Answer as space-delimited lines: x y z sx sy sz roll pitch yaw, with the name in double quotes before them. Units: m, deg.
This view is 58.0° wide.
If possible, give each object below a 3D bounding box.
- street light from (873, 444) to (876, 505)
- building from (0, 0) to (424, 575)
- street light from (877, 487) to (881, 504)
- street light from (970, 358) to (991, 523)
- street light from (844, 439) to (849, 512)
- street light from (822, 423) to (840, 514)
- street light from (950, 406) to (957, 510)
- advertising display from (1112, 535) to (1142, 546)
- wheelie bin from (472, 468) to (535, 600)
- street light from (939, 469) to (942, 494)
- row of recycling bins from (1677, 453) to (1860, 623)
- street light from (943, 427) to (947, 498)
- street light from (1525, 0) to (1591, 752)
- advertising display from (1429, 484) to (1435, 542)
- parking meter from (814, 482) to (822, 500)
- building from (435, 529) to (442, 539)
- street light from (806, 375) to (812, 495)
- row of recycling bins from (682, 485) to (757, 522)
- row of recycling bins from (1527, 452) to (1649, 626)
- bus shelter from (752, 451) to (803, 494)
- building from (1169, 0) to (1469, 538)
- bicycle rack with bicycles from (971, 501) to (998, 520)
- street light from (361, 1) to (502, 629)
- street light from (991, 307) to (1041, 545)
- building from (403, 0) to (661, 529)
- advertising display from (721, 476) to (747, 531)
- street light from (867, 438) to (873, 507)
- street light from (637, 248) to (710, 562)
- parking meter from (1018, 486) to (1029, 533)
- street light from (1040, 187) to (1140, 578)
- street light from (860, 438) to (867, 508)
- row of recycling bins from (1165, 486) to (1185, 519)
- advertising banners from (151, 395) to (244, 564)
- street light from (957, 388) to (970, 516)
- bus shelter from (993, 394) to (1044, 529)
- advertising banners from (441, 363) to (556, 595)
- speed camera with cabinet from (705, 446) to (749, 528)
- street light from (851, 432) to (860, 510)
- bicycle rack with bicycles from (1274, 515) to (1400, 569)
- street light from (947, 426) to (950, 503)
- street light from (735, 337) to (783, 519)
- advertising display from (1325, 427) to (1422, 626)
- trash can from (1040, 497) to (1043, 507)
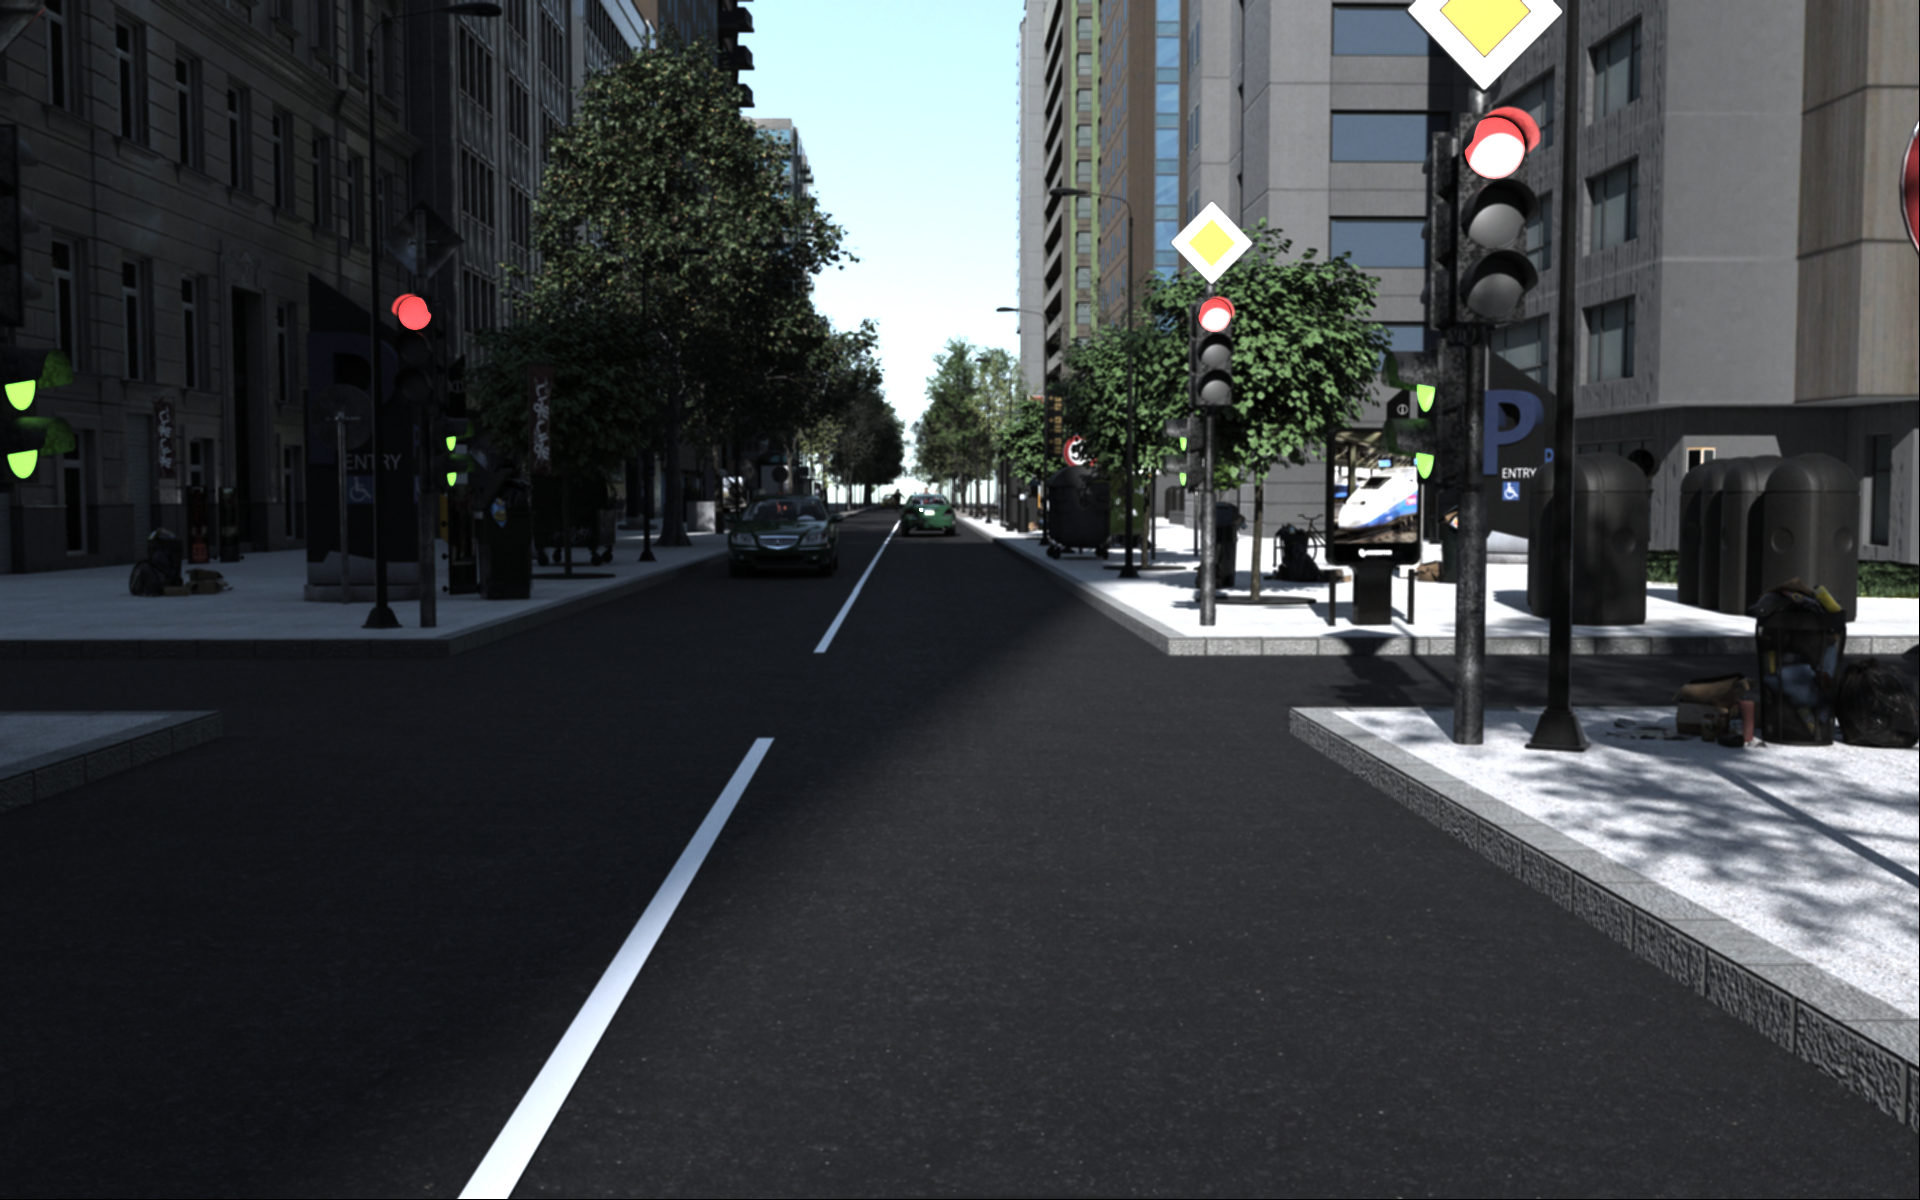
"street light" -8.630 -11.434 159.493 1.470 5.913 1.316 0 4 -1
"building" -20.846 -14.621 36.317 12.463 27.353 25.104 0 4 -1
"street light" -8.979 -12.480 176.595 1.470 5.913 1.316 0 4 -1
"street light" 1.186 -5.312 59.395 1.470 5.913 1.316 0 4 -1
"street light" -6.853 -7.391 93.389 1.470 5.913 1.316 0 4 -1
"street light" -6.687 -6.826 84.144 1.470 5.913 1.316 0 4 -1
"street light" 0.347 -7.299 91.872 1.470 5.913 1.316 0 4 -1
"advertising display" 4.160 -2.307 42.939 0.974 1.923 0.123 -2 4 -26
"wheelie bin" -5.583 -0.816 21.252 0.693 1.594 0.980 -2 4 -26
"street light" -0.709 -9.952 135.261 1.470 5.913 1.316 0 4 -1
"row of recycling bins" 8.686 -0.717 18.834 1.069 1.692 3.534 0 4 6
"street light" -0.287 -8.959 119.023 1.470 5.913 1.316 0 4 -1
"street light" 2.491 -2.205 8.593 1.470 5.913 1.316 0 4 -1
"advertising display" 12.819 -2.558 47.038 0.123 1.923 0.974 1 4 17
"parking meter" -6.753 -4.687 82.344 0.399 1.863 0.255 0 4 1
"building" -20.703 -14.731 58.882 12.078 24.808 19.932 0 4 -1
"street light" -6.305 -5.749 66.537 1.470 5.913 1.316 0 4 -1
"row of recycling bins" -10.930 -4.398 79.026 3.534 1.692 1.069 -1 4 -11
"row of recycling bins" 6.602 -0.695 18.477 1.069 1.692 3.534 1 4 13
"bus shelter" -8.794 -5.504 83.910 2.014 3.302 5.546 0 4 -1
"building" 18.972 -31.842 62.620 21.231 58.520 28.212 0 4 -1
"bicycle rack with bicycles" 2.252 -4.461 86.323 2.925 0.926 2.852 1 4 17
"street light" -5.017 -2.687 16.480 1.470 5.913 1.316 0 4 -1
"street light" 1.590 -4.319 43.156 1.470 5.913 1.316 0 4 -1
"building" -21.227 -15.948 78.770 12.078 24.808 19.932 0 4 -1
"advertising display" -7.940 -3.405 60.892 0.974 1.923 0.123 -2 4 -32
"street light" -8.142 -10.433 143.121 1.470 5.913 1.316 0 4 -1
"street light" -5.423 -3.689 32.850 1.470 5.913 1.316 0 4 -1
"parking meter" 2.083 -2.980 57.126 0.372 1.533 0.369 0 3 0
"street light" 2.051 -3.295 26.407 1.470 5.913 1.316 0 4 -1
"street light" -7.765 -9.440 126.882 1.470 5.913 1.316 0 4 -1
"row of recycling bins" 11.490 -4.959 88.194 1.069 1.692 3.534 -1 4 -21
"advertising banners" -13.972 -2.176 31.763 0.090 3.025 2.074 1 4 21
"street light" 0.709 -6.305 75.632 1.470 5.913 1.316 0 4 -1
"bus shelter" 2.436 -5.505 67.642 2.179 5.291 8.768 0 4 -2
"advertising banners" -6.010 -1.625 22.751 0.090 3.025 2.074 2 4 30
"speed camera with cabinet" -8.791 -4.344 65.361 0.660 3.252 2.038 2 4 29
"street light" -7.313 -8.422 110.234 1.470 5.913 1.316 0 4 -1
"bicycle rack with bicycles" 6.965 -1.032 30.251 2.925 0.926 2.852 -3 5 -41
"street light" 0.104 -7.966 102.784 1.470 5.913 1.316 0 4 -1
"street light" -5.945 -4.756 50.297 1.470 5.913 1.316 0 4 -1
"advertising display" 4.036 -0.715 16.911 0.974 1.923 0.123 -1 4 -15
"trash can" 3.598 -4.107 78.803 0.748 1.137 0.748 0 3 0
